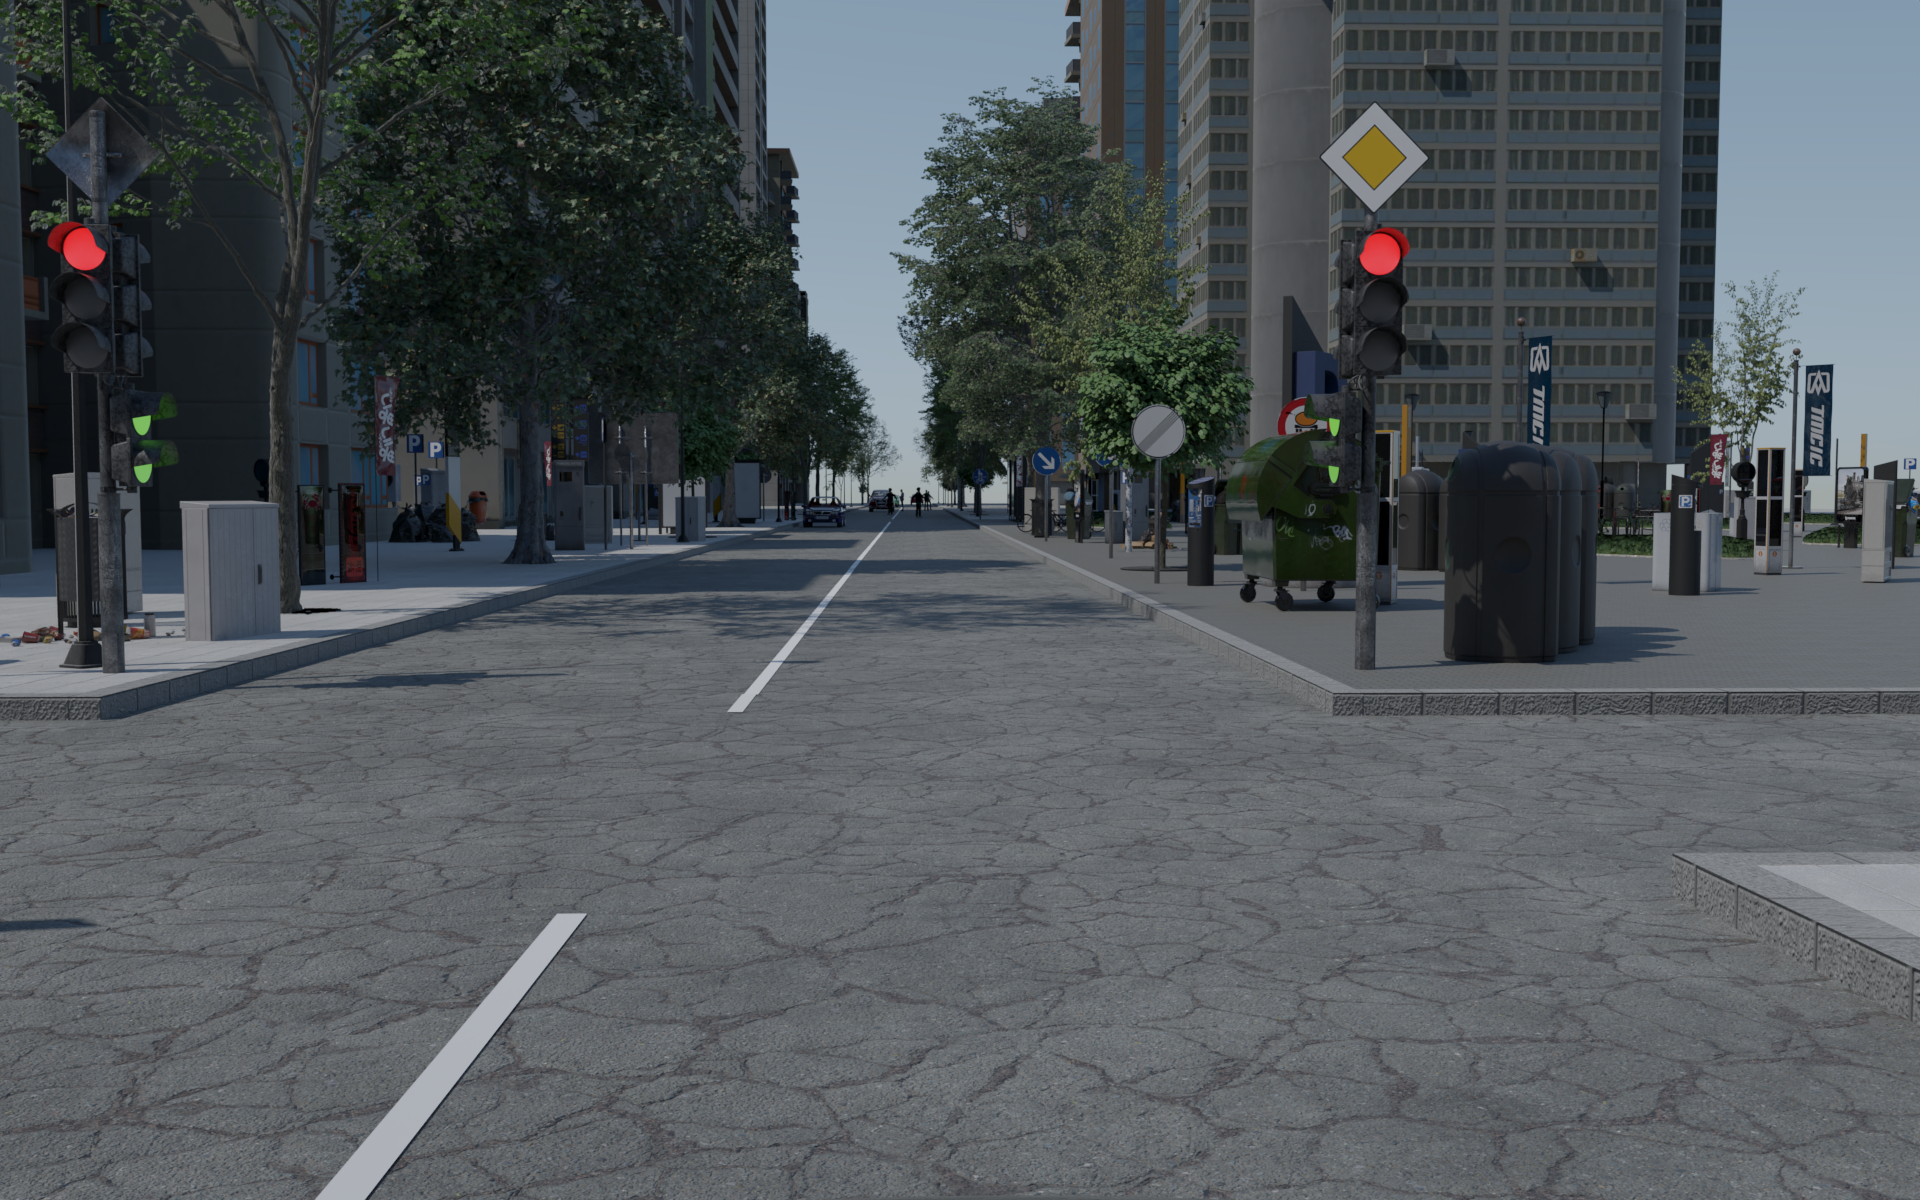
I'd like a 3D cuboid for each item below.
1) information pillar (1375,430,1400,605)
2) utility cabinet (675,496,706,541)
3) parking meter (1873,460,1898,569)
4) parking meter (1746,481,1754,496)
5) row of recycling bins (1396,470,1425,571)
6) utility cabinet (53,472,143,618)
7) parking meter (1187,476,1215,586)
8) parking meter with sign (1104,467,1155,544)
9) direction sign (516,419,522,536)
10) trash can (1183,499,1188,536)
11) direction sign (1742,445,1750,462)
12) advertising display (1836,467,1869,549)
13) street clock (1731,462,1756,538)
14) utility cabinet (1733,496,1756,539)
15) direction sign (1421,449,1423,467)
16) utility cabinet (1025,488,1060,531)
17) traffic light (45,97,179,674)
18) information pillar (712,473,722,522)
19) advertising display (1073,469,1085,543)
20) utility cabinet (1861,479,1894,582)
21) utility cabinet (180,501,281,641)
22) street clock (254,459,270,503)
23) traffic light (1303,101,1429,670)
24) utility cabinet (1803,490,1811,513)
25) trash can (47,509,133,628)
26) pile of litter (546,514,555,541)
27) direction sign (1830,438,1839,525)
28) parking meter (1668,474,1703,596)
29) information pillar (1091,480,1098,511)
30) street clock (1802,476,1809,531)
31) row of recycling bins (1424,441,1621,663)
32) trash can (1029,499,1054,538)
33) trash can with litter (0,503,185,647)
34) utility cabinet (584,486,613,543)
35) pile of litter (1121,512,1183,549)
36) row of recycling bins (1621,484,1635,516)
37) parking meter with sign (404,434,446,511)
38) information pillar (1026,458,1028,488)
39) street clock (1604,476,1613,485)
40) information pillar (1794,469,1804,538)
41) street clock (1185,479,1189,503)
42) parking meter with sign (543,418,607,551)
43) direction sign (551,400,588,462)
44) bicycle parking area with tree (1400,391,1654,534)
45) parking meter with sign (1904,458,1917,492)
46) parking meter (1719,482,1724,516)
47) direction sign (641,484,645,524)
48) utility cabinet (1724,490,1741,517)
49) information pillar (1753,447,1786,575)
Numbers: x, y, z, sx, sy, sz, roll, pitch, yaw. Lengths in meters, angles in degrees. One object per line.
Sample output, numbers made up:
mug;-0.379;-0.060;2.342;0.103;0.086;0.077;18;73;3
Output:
information pillar;4.917;-0.958;20.149;0.304;2.012;0.304;2;4;28
utility cabinet;-7.368;-2.210;47.297;1.020;1.237;0.306;3;5;44
parking meter;15.819;-1.467;29.689;0.399;1.863;0.255;2;4;26
parking meter;32.435;-4.005;71.187;0.255;1.863;0.399;1;4;9
row of recycling bins;8.108;-1.333;28.912;1.069;1.692;3.534;-3;5;-42
utility cabinet;-9.013;-0.577;18.117;0.318;1.500;1.173;0;4;2
parking meter;3.371;-0.967;24.226;0.372;1.533;0.369;0;3;0
parking meter with sign;4.523;-2.988;45.107;1.738;3.016;0.543;-3;5;-40
direction sign;-13.251;-3.688;52.303;0.379;3.537;0.876;-2;4;-26
trash can;7.204;-2.536;53.114;0.748;1.137;0.748;0;3;0
direction sign;36.171;-5.375;79.885;0.379;3.537;0.876;0;4;-3
advertising display;21.078;-2.185;40.939;0.123;1.923;0.974;-1;4;-9
street clock;17.504;-2.090;38.742;0.471;2.002;0.358;0;4;-7
utility cabinet;21.827;-2.229;47.604;1.020;1.237;0.306;0;4;-2
direction sign;23.334;-5.842;87.510;0.379;3.537;0.876;1;4;15
utility cabinet;2.816;-3.089;59.181;1.173;1.500;0.318;1;4;15
traffic light;-6.059;-1.431;12.317;0.839;4.253;0.868;0;4;-2
information pillar;-11.098;-5.364;79.053;0.504;3.616;0.183;3;4;39
advertising display;3.129;-2.466;45.527;0.123;1.923;0.974;0;4;-6
utility cabinet;13.467;-1.022;25.391;0.318;1.500;1.173;2;4;33
utility cabinet;-6.525;-0.269;15.555;0.306;1.237;1.020;1;4;12
street clock;-14.228;-1.893;35.520;0.471;2.002;0.358;2;4;33
traffic light;2.949;-1.447;12.576;0.839;4.253;0.868;0;4;-2
utility cabinet;40.882;-4.601;83.909;0.318;1.500;1.173;3;5;44
trash can;-8.420;-0.315;16.798;0.748;1.137;0.748;0;3;0
pile of litter;-11.603;-2.087;48.082;1.719;0.858;1.176;1;4;23
direction sign;35.718;-4.808;70.609;0.379;3.537;0.876;2;4;30
parking meter;9.202;-0.829;21.962;0.372;1.533;0.369;0;3;0
information pillar;6.859;-5.115;88.121;0.304;2.012;0.304;1;4;16
street clock;29.095;-3.383;59.878;0.471;2.002;0.358;-3;4;-38
row of recycling bins;4.835;-0.463;14.676;1.069;1.692;3.534;2;4;25
trash can;2.406;-2.405;50.983;0.748;1.137;0.748;0;3;0
trash can with litter;-8.065;-0.262;15.338;2.233;1.210;1.678;0;3;0
utility cabinet;-9.618;-2.218;44.936;1.173;1.500;0.318;0;4;-6
pile of litter;4.494;-1.637;40.726;1.176;0.858;1.719;-2;4;-24
row of recycling bins;25.296;-3.782;68.947;1.069;1.692;3.534;-2;4;-33
parking meter with sign;-15.515;-3.354;51.102;0.543;3.016;1.738;1;4;21
information pillar;2.937;-5.096;74.680;0.183;3.616;0.504;-1;4;-9
street clock;26.601;-4.068;71.086;0.358;2.002;0.471;0;4;1
information pillar;24.776;-2.860;51.261;0.304;2.012;0.304;1;4;21
street clock;10.700;-4.704;81.478;0.471;2.002;0.358;1;4;19
parking meter with sign;-8.946;-2.648;39.554;1.738;3.016;0.543;-1;4;-15
direction sign;-9.379;-3.038;41.662;0.876;3.537;0.379;0;4;-3
bicycle parking area with tree;15.358;-3.781;48.823;8.231;4.147;9.016;2;4;26
parking meter with sign;45.829;-5.349;83.710;0.543;3.016;1.738;2;4;32
parking meter;36.106;-4.690;82.397;0.399;1.863;0.255;-1;4;-11
direction sign;-13.377;-4.970;73.249;0.876;3.537;0.379;2;4;33
utility cabinet;37.441;-4.582;83.600;1.173;1.500;0.318;0;4;-3
information pillar;12.817;-1.403;27.426;0.304;2.012;0.304;-1;4;-16
